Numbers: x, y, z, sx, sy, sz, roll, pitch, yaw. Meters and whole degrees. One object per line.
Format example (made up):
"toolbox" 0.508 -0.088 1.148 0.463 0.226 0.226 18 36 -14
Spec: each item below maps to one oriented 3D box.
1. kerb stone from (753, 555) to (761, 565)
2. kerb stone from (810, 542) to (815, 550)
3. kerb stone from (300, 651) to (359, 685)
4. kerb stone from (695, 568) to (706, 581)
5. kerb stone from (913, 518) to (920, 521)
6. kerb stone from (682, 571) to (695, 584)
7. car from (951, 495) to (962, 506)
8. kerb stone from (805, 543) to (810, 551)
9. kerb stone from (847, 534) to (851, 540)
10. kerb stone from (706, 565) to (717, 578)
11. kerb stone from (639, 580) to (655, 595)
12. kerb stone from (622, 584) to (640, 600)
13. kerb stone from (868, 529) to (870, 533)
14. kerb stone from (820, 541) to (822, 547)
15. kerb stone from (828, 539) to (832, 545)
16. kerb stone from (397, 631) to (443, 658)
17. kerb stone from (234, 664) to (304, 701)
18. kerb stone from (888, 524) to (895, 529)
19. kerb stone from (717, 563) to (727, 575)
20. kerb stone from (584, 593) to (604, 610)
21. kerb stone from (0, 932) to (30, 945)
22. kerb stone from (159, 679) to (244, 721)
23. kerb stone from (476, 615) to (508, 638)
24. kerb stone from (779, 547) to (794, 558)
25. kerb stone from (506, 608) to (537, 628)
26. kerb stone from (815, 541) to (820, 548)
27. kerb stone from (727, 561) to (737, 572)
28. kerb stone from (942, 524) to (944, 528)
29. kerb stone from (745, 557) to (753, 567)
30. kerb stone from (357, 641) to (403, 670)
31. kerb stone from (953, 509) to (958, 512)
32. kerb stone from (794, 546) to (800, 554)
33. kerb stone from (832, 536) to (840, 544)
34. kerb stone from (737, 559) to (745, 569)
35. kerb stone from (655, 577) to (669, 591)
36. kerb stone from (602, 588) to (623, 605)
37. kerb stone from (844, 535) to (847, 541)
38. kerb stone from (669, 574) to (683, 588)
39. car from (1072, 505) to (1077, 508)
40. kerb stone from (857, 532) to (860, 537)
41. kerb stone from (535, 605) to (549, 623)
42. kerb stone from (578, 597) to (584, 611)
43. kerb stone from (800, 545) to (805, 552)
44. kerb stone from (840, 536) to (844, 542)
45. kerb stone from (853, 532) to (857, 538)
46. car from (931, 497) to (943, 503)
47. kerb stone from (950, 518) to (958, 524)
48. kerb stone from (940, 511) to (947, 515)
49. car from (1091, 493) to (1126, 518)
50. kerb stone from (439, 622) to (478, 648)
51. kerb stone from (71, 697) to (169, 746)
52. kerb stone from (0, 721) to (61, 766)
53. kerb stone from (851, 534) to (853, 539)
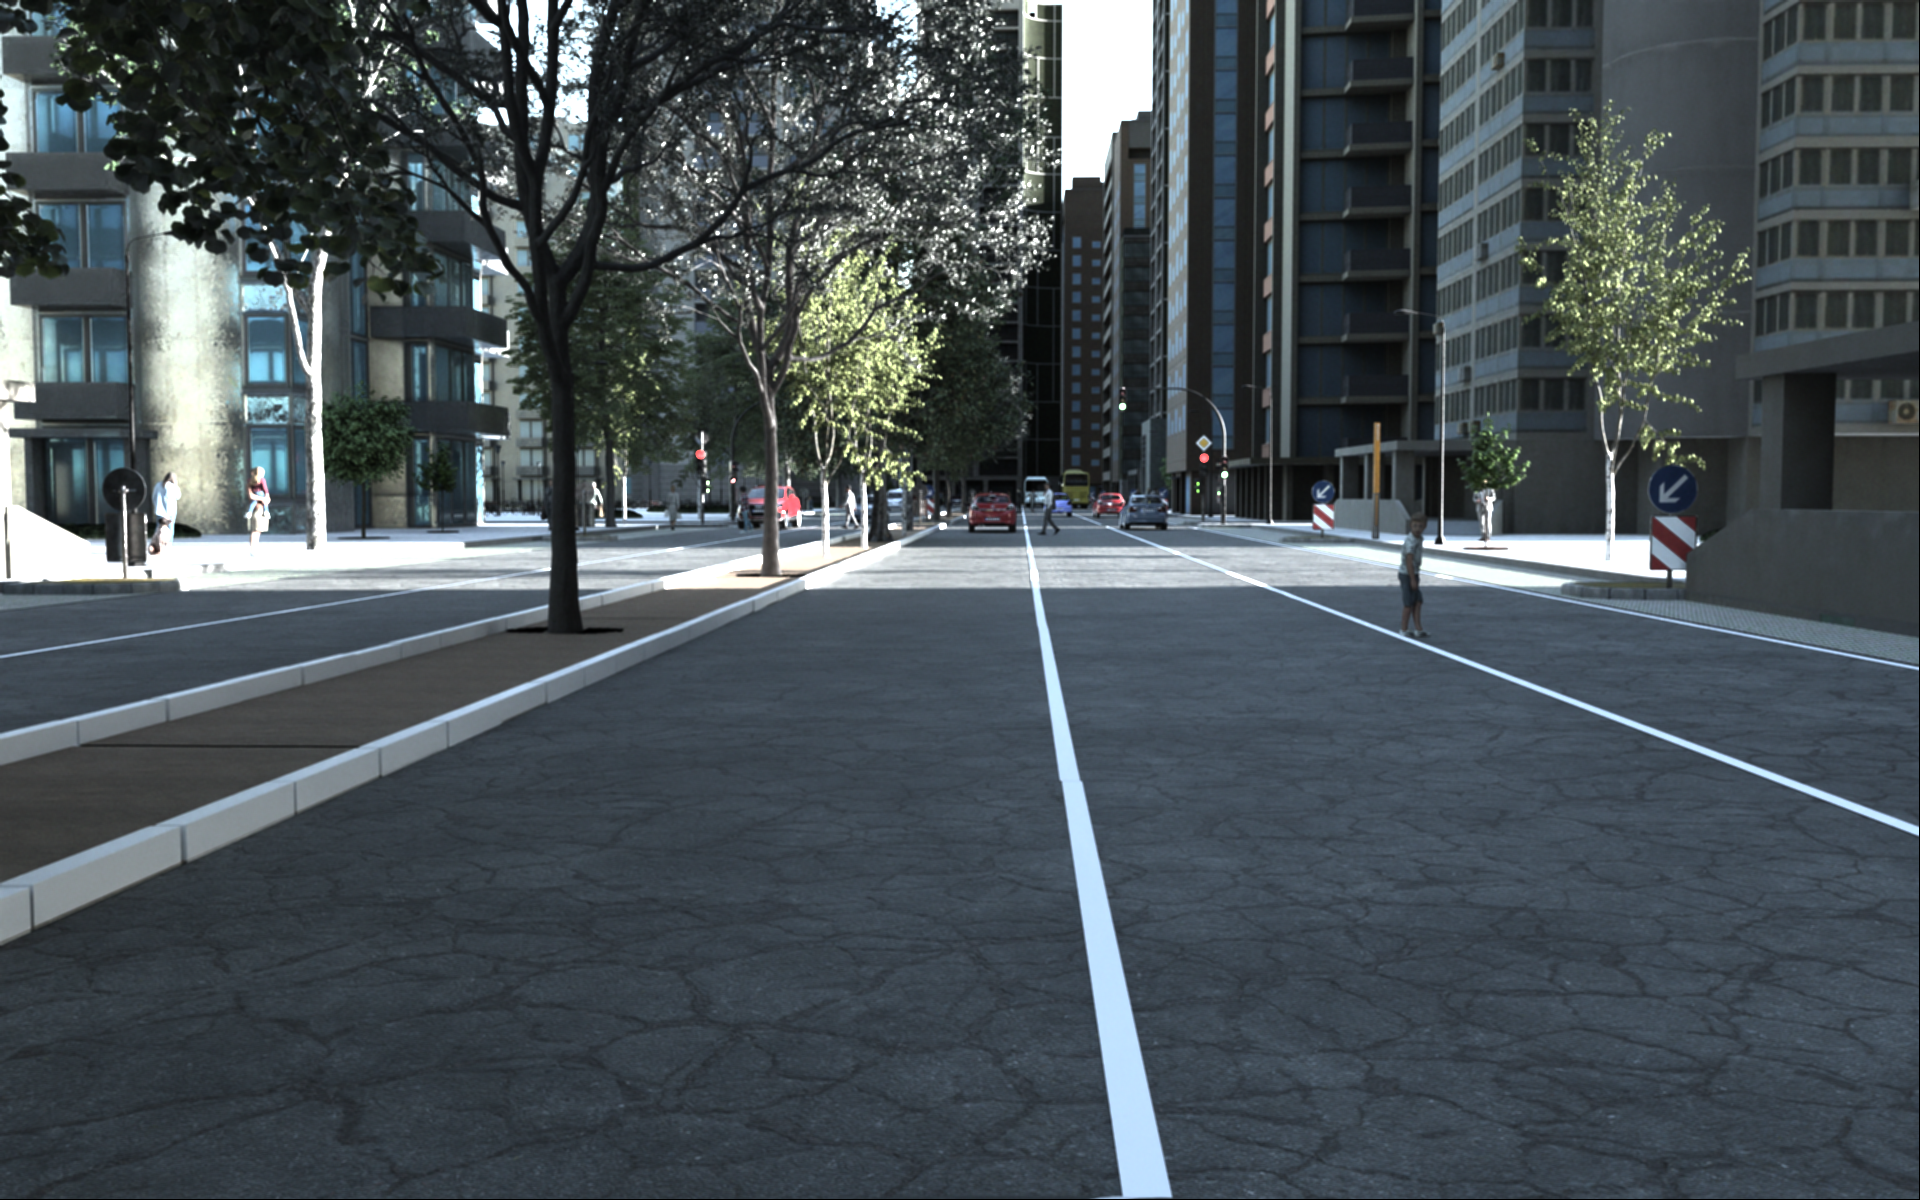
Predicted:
"kerb stone" -4.187 -0.777 34.907 0.120 0.150 1.000 0 4 2
"kerb stone" -3.875 -1.338 44.131 0.120 0.150 1.000 0 4 2
"kerb stone" -4.926 0.538 13.404 0.120 0.150 1.000 0 4 2
"kerb stone" -4.405 -0.396 28.763 0.120 0.150 1.000 0 4 2
"kerb stone" -2.263 -4.196 90.795 0.120 0.150 1.000 0 4 2
"kerb stone" -4.440 -0.339 27.741 0.120 0.150 1.000 0 4 2
"car" -0.325 -12.100 210.409 1.945 1.354 3.894 0 4 1
"kerb stone" -3.911 -1.279 43.104 0.120 0.150 1.000 0 4 2
"kerb stone" -3.551 -1.904 53.325 0.120 0.150 1.000 0 4 2
"kerb stone" -4.362 -0.464 29.783 0.120 0.150 1.000 0 4 2
"kerb stone" -4.551 -0.151 24.663 0.120 0.150 1.000 0 4 2
"kerb stone" -4.579 -0.088 23.641 0.120 0.150 1.000 0 4 2
"kerb stone" -3.306 -2.342 60.491 0.120 0.150 1.000 0 4 2
"kerb stone" -3.805 -1.467 46.174 0.120 0.150 1.000 0 4 2
"kerb stone" -3.738 -1.590 48.217 0.120 0.150 1.000 0 4 2
"kerb stone" -4.862 0.412 15.452 0.120 0.150 1.000 0 4 2
"kerb stone" -4.975 0.600 12.383 0.120 0.150 1.000 0 4 2
"kerb stone" -2.847 -3.157 73.815 0.120 0.150 1.000 0 4 2
"kerb stone" -4.333 -0.524 30.805 0.120 0.150 1.000 0 4 2
"kerb stone" -4.652 0.037 21.598 0.120 0.150 1.000 0 4 2
"kerb stone" -3.117 1.045 5.167 0.120 0.150 1.000 0 4 2
"kerb stone" -4.999 0.663 11.360 0.120 0.150 1.000 0 4 2
"kerb stone" -4.802 0.287 17.501 0.120 0.150 1.000 0 4 2
"kerb stone" -4.016 -1.091 40.031 0.120 0.150 1.000 0 4 2
"kerb stone" -4.758 0.224 18.531 0.120 0.150 1.000 0 4 2
"kerb stone" -3.843 -1.404 45.152 0.120 0.150 1.000 0 4 2
"kerb stone" -4.293 -0.590 31.834 0.120 0.150 1.000 0 4 2
"kerb stone" -0.857 -2.966 70.696 0.120 0.150 1.000 0 4 2
"kerb stone" -4.230 -0.715 33.886 0.120 0.150 1.000 0 4 2
"kerb stone" -4.897 0.484 14.426 0.120 0.150 1.000 0 4 2
"kerb stone" -0.430 -7.451 144.058 0.120 0.150 1.000 0 4 2
"kerb stone" -3.984 -1.150 41.053 0.120 0.150 1.000 0 4 2
"kerb stone" -3.662 -1.711 50.262 0.120 0.150 1.000 0 4 2
"kerb stone" -4.261 -0.652 32.856 0.120 0.150 1.000 0 4 2
"kerb stone" -4.510 -0.206 25.685 0.120 0.150 1.000 0 4 2
"kerb stone" -4.607 -0.026 22.619 0.120 0.150 1.000 0 4 2
"kerb stone" -3.590 -1.842 52.304 0.120 0.150 1.000 0 4 2
"kerb stone" -4.471 -0.276 26.715 0.120 0.150 1.000 0 4 2
"car" 11.414 -10.435 182.607 2.014 1.417 4.499 0 4 0
"kerb stone" -3.448 -2.088 56.398 0.120 0.150 1.000 0 4 2
"kerb stone" -4.726 0.161 19.556 0.120 0.150 1.000 0 4 2
"kerb stone" -4.689 0.099 20.577 0.120 0.150 1.000 0 4 2
"kerb stone" -3.949 -1.213 42.078 0.120 0.150 1.000 0 4 2
"kerb stone" -3.630 -1.779 51.283 0.120 0.150 1.000 0 4 2
"kerb stone" -3.491 -2.029 55.377 0.120 0.150 1.000 0 4 2
"car" -2.853 -13.555 230.427 1.959 1.807 4.718 0 4 2
"kerb stone" -0.305 -3.941 86.628 0.120 0.150 1.000 0 4 2
"kerb stone" -1.136 -6.197 123.565 0.120 0.150 1.000 0 4 2
"car" 8.967 -5.820 104.202 2.155 1.783 4.494 0 4 1
"kerb stone" -4.830 0.350 16.474 0.120 0.150 1.000 0 4 2
"kerb stone" -5.044 0.729 10.334 0.120 0.150 1.000 0 4 2
"kerb stone" -5.079 0.788 9.310 0.120 0.150 1.000 0 4 2
"kerb stone" -3.532 -1.966 54.347 0.120 0.150 1.000 0 4 2
